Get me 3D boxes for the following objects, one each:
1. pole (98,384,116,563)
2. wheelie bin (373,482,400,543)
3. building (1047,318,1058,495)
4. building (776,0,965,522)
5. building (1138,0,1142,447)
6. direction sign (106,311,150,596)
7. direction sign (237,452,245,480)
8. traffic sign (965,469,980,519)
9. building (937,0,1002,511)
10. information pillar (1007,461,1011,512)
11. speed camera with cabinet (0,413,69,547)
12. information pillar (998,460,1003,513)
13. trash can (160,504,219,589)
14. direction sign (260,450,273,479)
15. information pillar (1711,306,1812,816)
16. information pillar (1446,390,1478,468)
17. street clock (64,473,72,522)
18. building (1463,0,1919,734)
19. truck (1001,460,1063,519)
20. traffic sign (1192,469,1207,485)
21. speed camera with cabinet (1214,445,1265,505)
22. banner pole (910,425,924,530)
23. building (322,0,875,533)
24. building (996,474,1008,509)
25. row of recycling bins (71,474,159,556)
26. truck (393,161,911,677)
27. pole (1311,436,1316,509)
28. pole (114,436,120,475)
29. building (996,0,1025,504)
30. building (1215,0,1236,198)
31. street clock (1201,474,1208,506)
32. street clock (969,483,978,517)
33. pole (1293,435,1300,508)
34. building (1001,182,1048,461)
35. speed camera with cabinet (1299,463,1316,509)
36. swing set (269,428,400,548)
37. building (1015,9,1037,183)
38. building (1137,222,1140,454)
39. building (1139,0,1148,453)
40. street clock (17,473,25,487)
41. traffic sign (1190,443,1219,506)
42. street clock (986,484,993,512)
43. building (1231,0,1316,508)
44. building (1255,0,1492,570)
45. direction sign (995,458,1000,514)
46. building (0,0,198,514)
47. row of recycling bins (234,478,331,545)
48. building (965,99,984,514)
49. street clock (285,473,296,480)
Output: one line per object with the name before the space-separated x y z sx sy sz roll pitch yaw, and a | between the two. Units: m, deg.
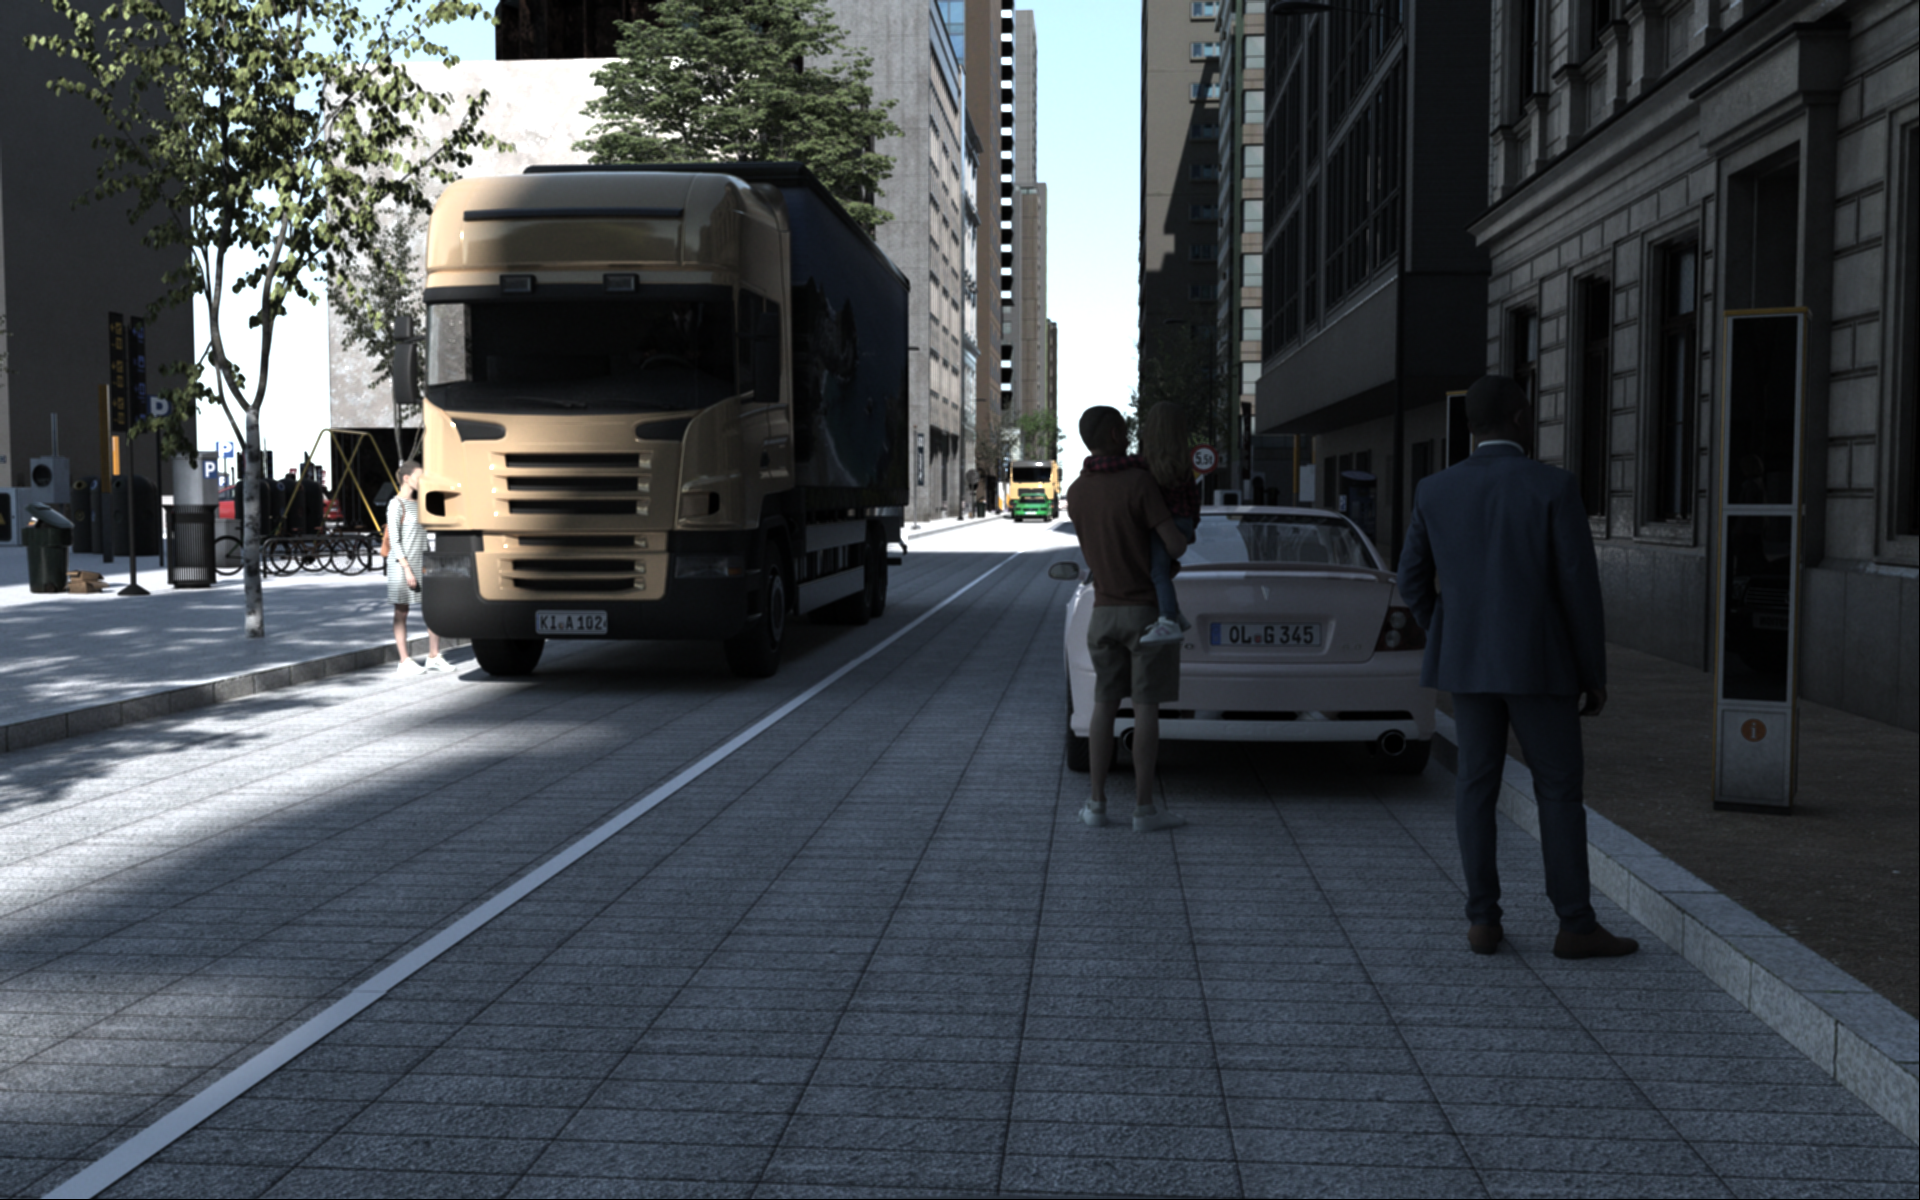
pole | -15.941 -2.354 32.329 0.158 3.312 0.155 0 3 0
wheelie bin | -14.931 -2.295 45.429 0.980 1.594 0.693 3 4 37
building | 8.561 -31.121 280.530 14.160 30.474 14.107 0 4 5
building | -6.544 -16.541 88.464 12.078 24.808 19.932 0 4 5
building | 30.019 -39.484 187.566 21.231 58.520 28.212 0 4 5
direction sign | -10.522 -1.832 21.949 0.379 3.537 0.876 0 4 2
direction sign | -38.273 -6.131 92.244 0.876 3.537 0.379 3 5 42
traffic sign | 0.644 -5.424 88.794 0.768 2.556 0.104 1 4 14
building | -4.042 -29.780 137.008 14.600 45.320 14.200 0 4 5
information pillar | 3.429 -7.953 121.387 0.183 3.616 0.504 2 4 26
speed camera with cabinet | -22.861 -2.941 42.417 2.038 3.252 0.660 1 4 14
information pillar | 2.774 -7.893 120.401 0.183 3.616 0.504 -2 4 -35
trash can | -10.483 -0.732 23.615 0.748 1.137 0.748 0 3 0
direction sign | -36.075 -5.993 89.989 0.876 3.537 0.379 1 4 11
information pillar | 3.248 -0.155 7.021 0.304 2.012 0.304 2 4 29
information pillar | 3.689 -0.485 12.420 0.304 2.012 0.304 -2 4 -23
street clock | -30.212 -3.306 58.620 0.358 2.002 0.471 -3 5 -43
building | 10.025 -8.934 10.700 10.561 19.102 19.286 0 4 5
truck | 4.400 -6.458 101.514 3.469 3.379 9.791 0 4 5
traffic sign | 6.254 -2.599 46.131 0.795 2.450 0.064 0 4 5
speed camera with cabinet | 11.269 -4.617 69.827 2.038 3.252 0.660 -1 4 -21
banner pole | -1.505 -4.451 62.787 0.401 3.779 0.863 2 4 28
building | -11.763 -12.045 64.393 16.820 18.784 16.811 0 4 5
building | -11.401 -28.442 156.905 32.217 40.220 23.993 0 4 5
row of recycling bins | -18.061 -1.832 37.058 1.069 1.692 3.534 -3 5 -43
truck | -2.325 -1.719 17.012 2.839 4.237 11.283 0 4 5
pole | 12.530 -4.123 61.255 0.158 3.312 0.155 0 3 0
pole | -29.698 -4.107 60.998 0.158 3.312 0.155 0 3 0
building | -3.965 -53.230 182.974 22.319 86.520 31.000 0 4 5
building | 29.961 -25.886 115.122 32.217 40.220 23.993 0 4 5
street clock | 8.197 -3.247 57.655 0.358 2.002 0.471 0 4 -3
street clock | 0.744 -5.607 96.237 0.471 2.002 0.358 -1 4 -15
pole | 11.019 -3.846 56.728 0.158 3.312 0.155 0 3 0
building | 3.885 -32.891 221.355 14.154 41.232 14.086 0 4 5
speed camera with cabinet | 11.347 -3.667 54.291 0.660 3.252 2.038 3 4 38
swing set | -15.075 -2.749 42.564 2.862 2.851 3.119 0 4 0
building | 3.443 -50.402 262.327 20.563 71.187 20.611 0 4 5
building | 38.967 -39.804 270.402 23.786 49.044 30.456 0 4 5
building | 25.587 -31.616 140.619 21.300 48.544 21.600 0 4 5
street clock | -32.237 -3.359 59.490 0.358 2.002 0.471 -2 4 -28
traffic sign | 6.154 -2.667 43.707 0.768 2.556 0.104 1 4 14
street clock | 2.122 -7.250 123.113 0.471 2.002 0.358 0 4 6
building | 20.775 -24.674 87.022 14.154 41.232 14.086 0 4 5
building | 13.673 -14.575 31.816 14.314 27.812 24.014 0 4 5
direction sign | 2.380 -7.165 109.137 0.379 3.537 0.876 1 4 17
building | -44.393 -16.663 65.953 24.014 27.812 14.314 0 4 5
row of recycling bins | -17.654 -2.310 44.878 1.069 1.692 3.534 0 4 8
building | -5.842 -19.721 108.343 13.634 28.700 20.117 0 4 5
street clock | -23.316 -3.411 60.333 0.358 2.002 0.471 0 4 -3
